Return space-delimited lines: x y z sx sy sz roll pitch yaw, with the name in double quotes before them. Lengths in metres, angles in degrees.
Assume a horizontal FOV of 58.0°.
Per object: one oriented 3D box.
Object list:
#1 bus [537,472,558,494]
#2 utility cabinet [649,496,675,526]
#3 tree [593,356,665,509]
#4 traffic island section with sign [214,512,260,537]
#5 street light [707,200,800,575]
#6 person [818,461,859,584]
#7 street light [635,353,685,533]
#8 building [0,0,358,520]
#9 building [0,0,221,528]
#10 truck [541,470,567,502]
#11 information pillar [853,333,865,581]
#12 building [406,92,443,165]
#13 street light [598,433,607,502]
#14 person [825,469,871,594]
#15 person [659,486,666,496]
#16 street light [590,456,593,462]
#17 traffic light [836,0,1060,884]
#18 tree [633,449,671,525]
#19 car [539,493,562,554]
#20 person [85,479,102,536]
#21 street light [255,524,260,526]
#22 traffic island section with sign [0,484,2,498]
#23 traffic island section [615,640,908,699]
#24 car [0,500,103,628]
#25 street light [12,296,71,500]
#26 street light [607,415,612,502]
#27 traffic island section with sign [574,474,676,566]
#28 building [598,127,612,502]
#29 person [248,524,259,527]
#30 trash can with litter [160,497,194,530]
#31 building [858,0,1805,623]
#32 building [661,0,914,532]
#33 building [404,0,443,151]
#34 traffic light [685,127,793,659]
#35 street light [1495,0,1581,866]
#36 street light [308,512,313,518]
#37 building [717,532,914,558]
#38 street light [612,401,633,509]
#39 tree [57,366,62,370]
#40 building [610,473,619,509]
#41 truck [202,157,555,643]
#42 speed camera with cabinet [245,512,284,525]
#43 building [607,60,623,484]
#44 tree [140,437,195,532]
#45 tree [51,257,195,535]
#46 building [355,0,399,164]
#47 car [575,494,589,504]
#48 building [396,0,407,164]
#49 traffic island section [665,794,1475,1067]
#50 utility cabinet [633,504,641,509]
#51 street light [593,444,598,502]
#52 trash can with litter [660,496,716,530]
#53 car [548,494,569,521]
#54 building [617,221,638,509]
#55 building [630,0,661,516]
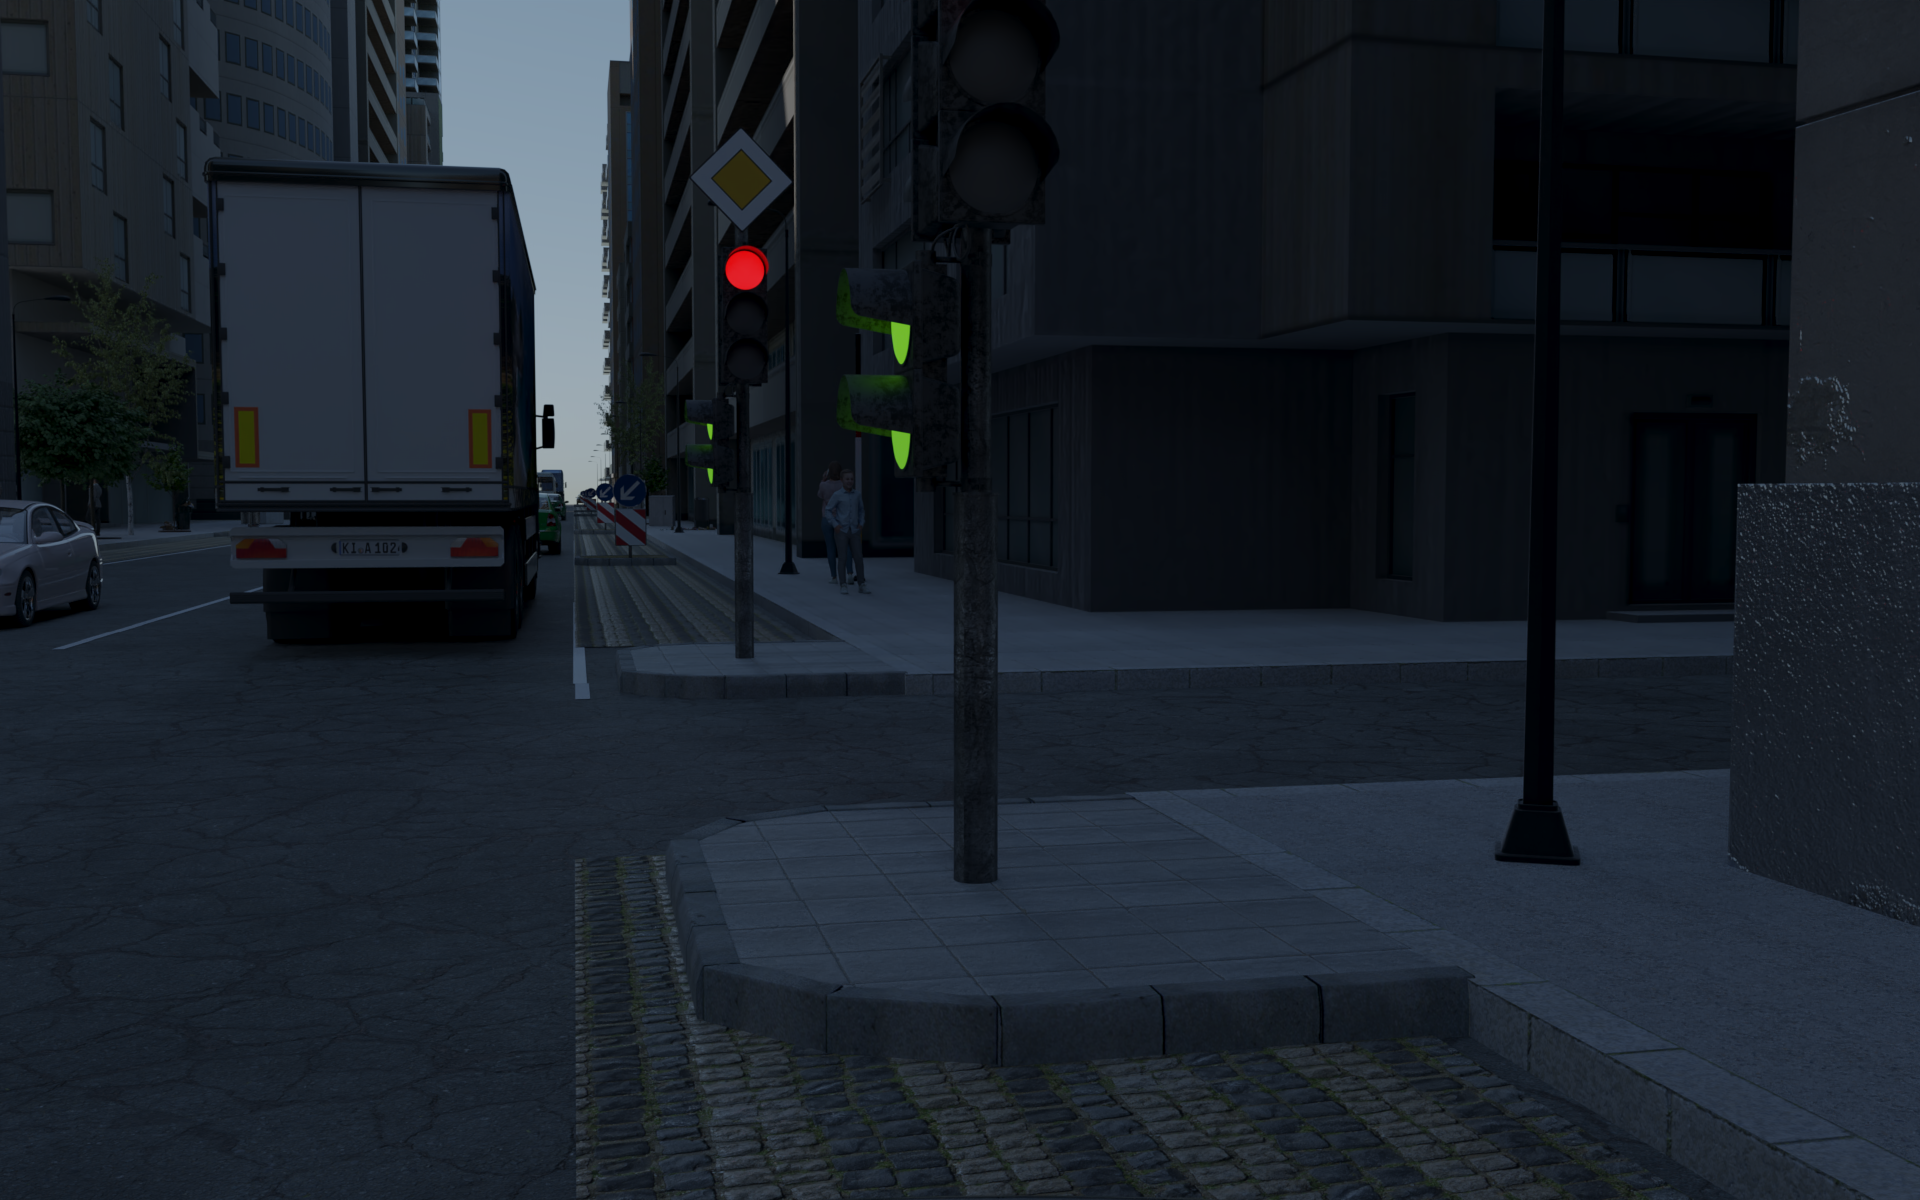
"bus" -36.706 -9.583 151.542 2.948 3.499 13.247 -1 4 -13
"utility cabinet" -11.883 -3.543 69.082 1.020 1.237 0.306 1 4 13
"tree" -17.017 -8.643 91.668 4.737 8.622 4.395 0 3 0
"traffic island section with sign" -24.096 -3.065 58.748 1.989 1.847 2.006 -1 4 -13
"street light" -3.274 -3.360 27.470 1.470 5.913 1.316 -1 4 -13
"person" -1.717 -1.102 24.653 0.593 1.750 0.643 0 4 -8
"street light" -9.840 -5.174 57.130 1.470 5.913 1.316 -1 4 -13
"building" -45.586 -33.771 94.161 21.231 58.520 28.212 -1 4 -13
"building" -44.506 -29.106 65.128 28.713 52.752 27.495 -1 4 -13
"truck" -43.513 -11.885 184.081 2.967 4.110 18.799 -1 4 -11
"information pillar" -1.501 -2.092 25.553 0.183 3.616 0.504 0 4 -4
"building" -58.313 -29.763 170.227 14.154 41.232 14.086 -1 4 -13
"street light" -26.674 -9.765 132.197 1.470 5.913 1.316 -1 4 -13
"person" -1.445 -0.882 22.282 0.589 1.601 0.330 -1 4 -19
"person" -15.813 -5.330 93.204 1.348 1.823 0.705 3 5 42
"street light" -37.833 -12.824 182.216 1.470 5.913 1.316 -1 4 -13
"traffic light" 0.033 -1.023 5.651 0.839 4.253 0.868 -1 4 -13
"tree" -13.029 -4.804 73.139 1.663 3.219 1.824 0 3 0
"car" -10.673 -2.044 42.211 1.959 1.807 4.718 -1 4 -14
"person" -26.552 -2.865 53.061 0.473 1.802 0.592 1 4 9
"street light" -28.209 -5.993 70.528 1.470 5.913 1.316 -1 4 -13
"traffic island section with sign" -18.093 -1.421 31.854 1.989 1.847 2.006 -1 4 -13
"traffic island section" -1.664 0.533 13.568 2.009 0.180 2.903 -1 4 -13
"car" -11.263 -0.458 19.858 2.083 1.381 4.827 -1 4 -13
"street light" -21.514 -4.162 40.591 1.470 5.913 1.316 -1 4 -13
"street light" -19.849 -7.915 101.948 1.470 5.913 1.316 -1 4 -13
"traffic island section with sign" -6.852 -1.630 35.285 1.989 1.847 2.006 -1 4 -13
"building" -36.120 -37.343 230.168 23.786 49.044 30.456 -1 4 -13
"person" -27.808 -3.772 67.904 0.419 1.800 0.721 -3 4 -36
"trash can with litter" -27.925 -3.080 61.742 0.624 1.170 1.055 3 5 44
"building" 6.561 -20.691 21.899 14.086 41.232 14.154 -1 4 -13
"building" -1.555 -27.569 74.449 21.300 48.544 21.600 -1 4 -13
"building" -67.234 -53.658 189.986 22.319 86.520 31.000 -1 4 -13
"traffic light" -1.705 -1.500 13.445 0.839 4.253 0.868 -1 4 -13
"street light" 1.515 -2.037 5.849 1.470 5.913 1.316 -1 4 -13
"street light" -31.709 -6.935 85.923 1.470 5.913 1.316 -1 4 -13
"building" 4.959 -25.806 45.628 21.300 48.544 21.600 -1 4 -13
"street light" -16.536 -6.988 86.802 1.470 5.913 1.316 -1 4 -13
"tree" -23.215 -3.729 44.679 4.285 4.588 4.351 0 3 0
"building" -14.496 -28.187 152.734 32.217 40.220 23.993 -1 4 -13
"truck" -6.238 -1.910 20.144 2.839 4.237 11.283 -1 4 -12
"speed camera with cabinet" -29.739 -4.840 73.472 0.660 3.252 2.038 2 4 28
"building" -28.771 -32.266 177.652 14.600 45.320 14.200 -1 4 -13
"tree" -26.543 -3.906 58.472 1.663 3.219 1.824 0 3 0
"tree" -25.832 -6.322 53.719 4.737 8.622 4.395 0 3 0
"building" -50.901 -30.337 119.706 21.300 48.544 21.600 -1 4 -13
"car" -51.477 -13.860 236.396 2.009 1.686 4.222 -1 4 -12
"building" -51.779 -29.835 137.914 14.600 45.320 14.200 -1 4 -13
"traffic island section" 0.075 1.010 5.774 2.009 0.180 2.903 -1 4 -13
"utility cabinet" -15.444 -4.383 82.824 0.306 1.237 1.020 -1 4 -16
"street light" -33.250 -11.579 161.855 1.470 5.913 1.316 -1 4 -13
"trash can with litter" -9.599 -3.096 61.674 2.233 1.210 1.678 -1 4 -17
"car" -22.525 -5.084 94.928 2.131 1.459 4.920 -1 4 -12
"building" -10.635 -17.242 126.939 27.650 21.520 28.899 -1 4 -13
"building" -12.295 -27.698 102.965 14.600 45.320 14.200 -1 4 -13
